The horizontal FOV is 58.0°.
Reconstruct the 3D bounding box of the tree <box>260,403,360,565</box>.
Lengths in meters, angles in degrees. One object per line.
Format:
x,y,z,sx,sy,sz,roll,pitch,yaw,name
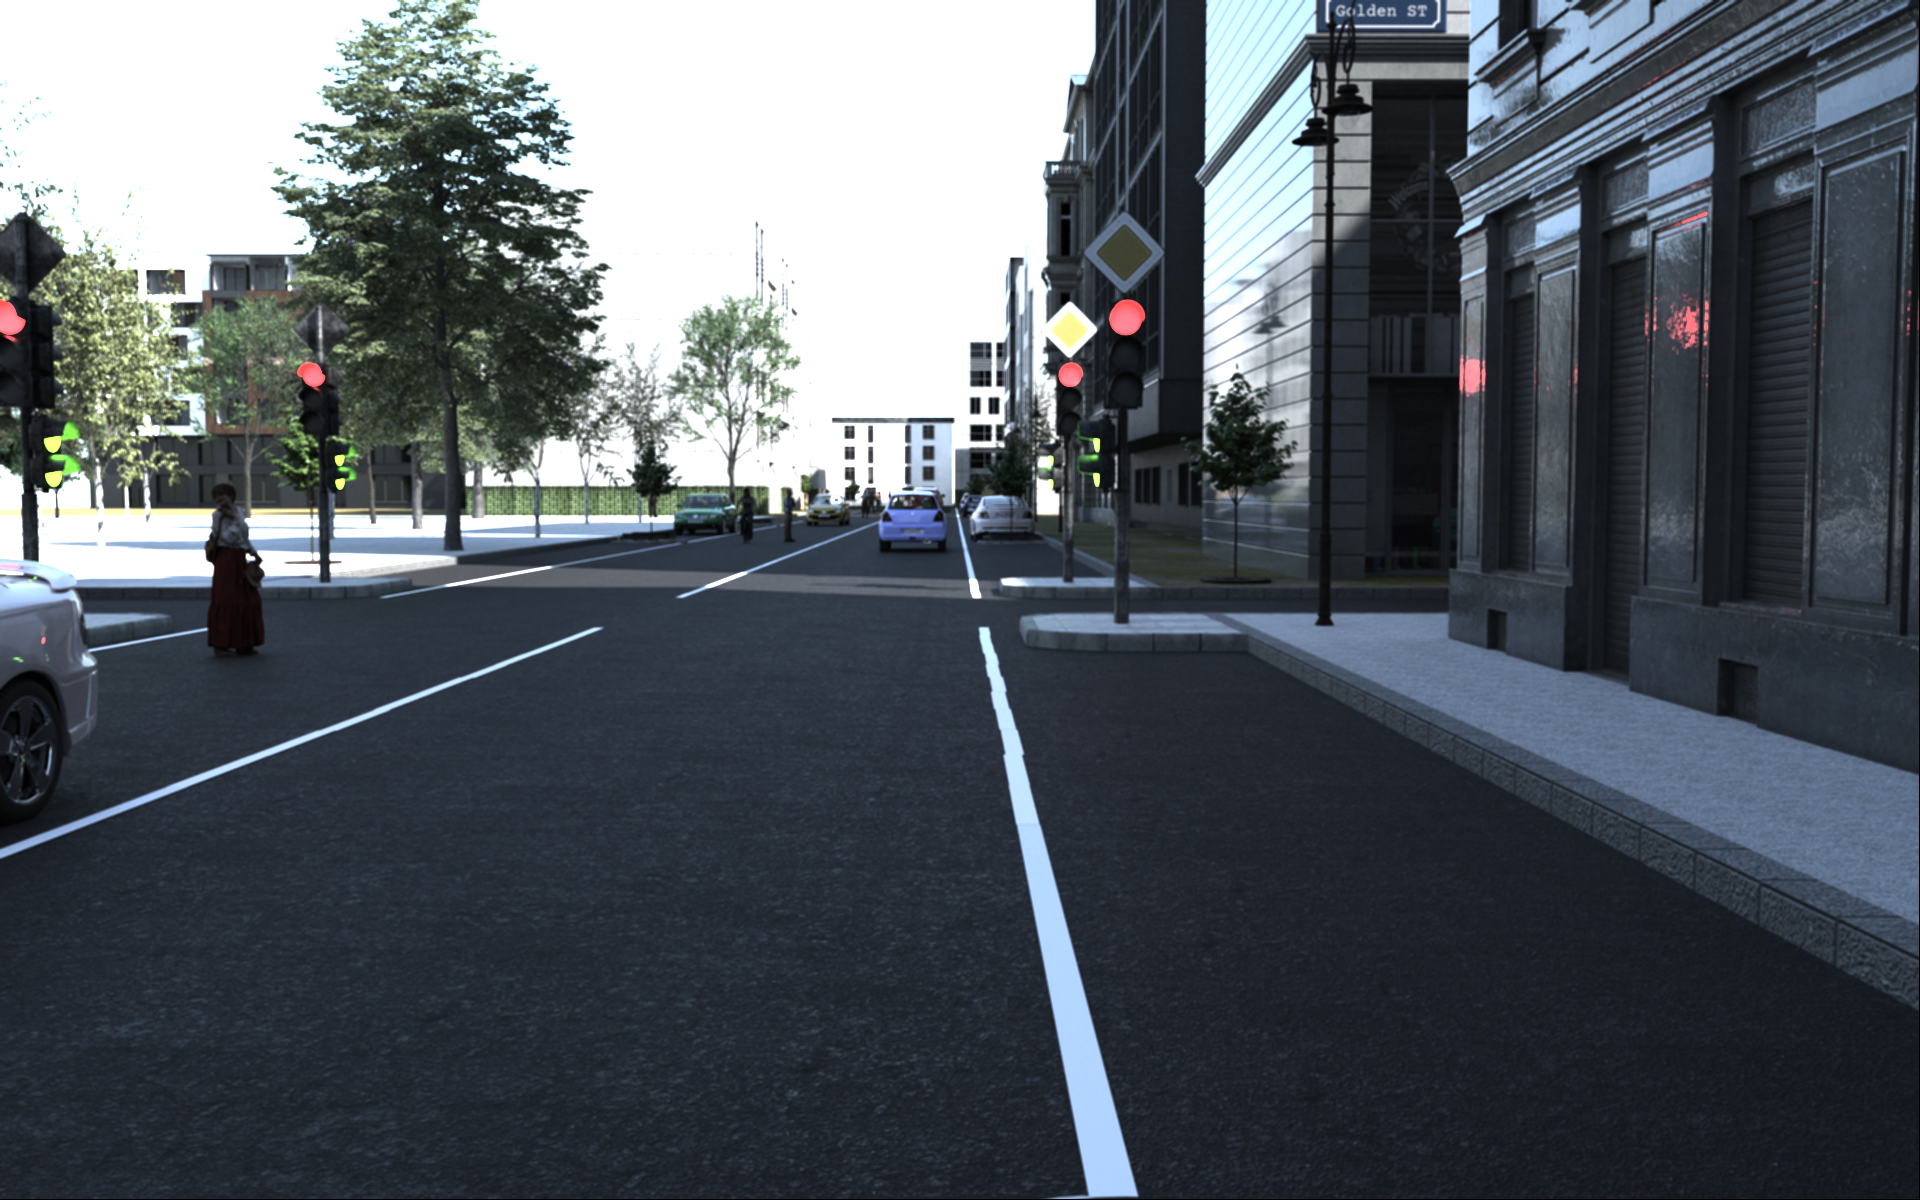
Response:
-12.016,-2.271,31.740,1.663,3.219,1.824,0,3,0,tree

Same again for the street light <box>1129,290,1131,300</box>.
3.560,-3.947,37.313,0.468,5.910,1.993,0,4,0,street light

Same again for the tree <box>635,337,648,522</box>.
-15.868,-7.542,73.672,4.360,8.622,3.978,0,3,0,tree

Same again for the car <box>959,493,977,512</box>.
0.879,-7.754,136.369,1.945,1.707,3.694,0,4,-1,car

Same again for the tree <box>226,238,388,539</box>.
-18.136,-6.035,49.037,4.360,8.622,3.978,0,3,0,tree

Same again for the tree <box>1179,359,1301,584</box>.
3.893,-1.863,25.063,1.663,3.219,1.824,0,3,0,tree

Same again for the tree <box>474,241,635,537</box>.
-12.484,-6.175,51.319,4.360,8.622,3.978,0,3,0,tree

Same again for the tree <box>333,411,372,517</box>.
-34.758,-8.929,96.349,4.737,8.622,4.395,0,3,0,tree

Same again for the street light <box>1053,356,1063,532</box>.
3.388,-5.220,58.140,0.468,5.910,1.993,0,4,0,street light

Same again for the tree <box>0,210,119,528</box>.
-35.270,-8.781,65.621,6.751,12.117,7.091,0,3,0,tree

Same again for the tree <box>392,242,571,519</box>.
-24.729,-11.131,88.653,9.857,13.997,8.962,0,3,0,tree

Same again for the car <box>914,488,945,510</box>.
-2.071,-6.059,107.730,2.281,1.827,5.304,0,4,0,car

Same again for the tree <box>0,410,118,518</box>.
-49.297,-7.369,83.389,11.467,7.101,20.602,0,4,-7,tree

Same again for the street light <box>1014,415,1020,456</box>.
3.281,-7.768,99.793,0.468,5.910,1.993,0,4,0,street light

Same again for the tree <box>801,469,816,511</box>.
-11.903,-8.563,134.612,1.663,3.219,1.824,0,3,0,tree

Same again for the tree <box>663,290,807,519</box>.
-11.642,-9.953,88.490,9.928,11.665,9.643,0,3,0,tree

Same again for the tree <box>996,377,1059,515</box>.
4.449,-9.568,106.797,4.360,8.622,3.978,0,3,0,tree

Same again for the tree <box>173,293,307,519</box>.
-36.671,-9.989,89.077,9.928,11.665,9.643,0,3,0,tree

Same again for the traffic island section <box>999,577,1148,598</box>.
1.595,-0.179,25.213,2.009,0.180,2.903,0,4,0,traffic island section

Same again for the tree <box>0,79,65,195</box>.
-16.160,-4.678,26.851,4.360,8.622,3.978,0,3,0,tree

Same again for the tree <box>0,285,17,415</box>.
-32.510,-8.830,51.795,7.806,13.903,7.818,0,3,0,tree

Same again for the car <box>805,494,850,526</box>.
-6.061,-4.253,79.755,2.015,1.641,3.980,0,4,2,car

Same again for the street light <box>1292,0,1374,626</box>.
3.563,-2.689,16.758,0.468,5.910,1.993,0,4,0,street light

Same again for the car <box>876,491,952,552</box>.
-1.184,-2.126,44.348,1.945,1.707,3.694,0,4,-1,car

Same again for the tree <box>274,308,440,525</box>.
-25.077,-8.458,72.704,7.601,10.594,8.767,-1,4,-18,tree

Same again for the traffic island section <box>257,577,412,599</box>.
-9.246,-0.177,25.174,2.009,0.180,2.903,0,4,0,traffic island section

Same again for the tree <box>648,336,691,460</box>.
-14.420,-7.876,79.143,4.360,8.622,3.978,0,3,0,tree

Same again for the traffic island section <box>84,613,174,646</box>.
-9.214,0.311,17.189,2.009,0.180,2.903,0,4,0,traffic island section

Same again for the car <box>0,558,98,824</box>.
-5.025,0.373,6.267,2.083,1.381,4.827,0,4,1,car

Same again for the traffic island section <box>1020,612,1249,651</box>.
1.628,0.309,17.228,2.009,0.180,2.903,0,4,0,traffic island section

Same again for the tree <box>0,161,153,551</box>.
-19.331,-5.388,38.463,4.737,8.622,4.395,0,3,0,tree

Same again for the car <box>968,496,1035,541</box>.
1.292,-2.537,53.836,2.083,1.381,4.827,0,4,-2,car

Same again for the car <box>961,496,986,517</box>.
1.018,-5.834,107.973,1.945,1.354,3.894,0,4,-1,car

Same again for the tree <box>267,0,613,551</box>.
-11.981,-7.404,39.180,7.486,12.596,7.792,0,3,0,tree

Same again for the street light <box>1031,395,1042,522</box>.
3.458,-6.494,78.967,0.468,5.910,1.993,0,4,0,street light
